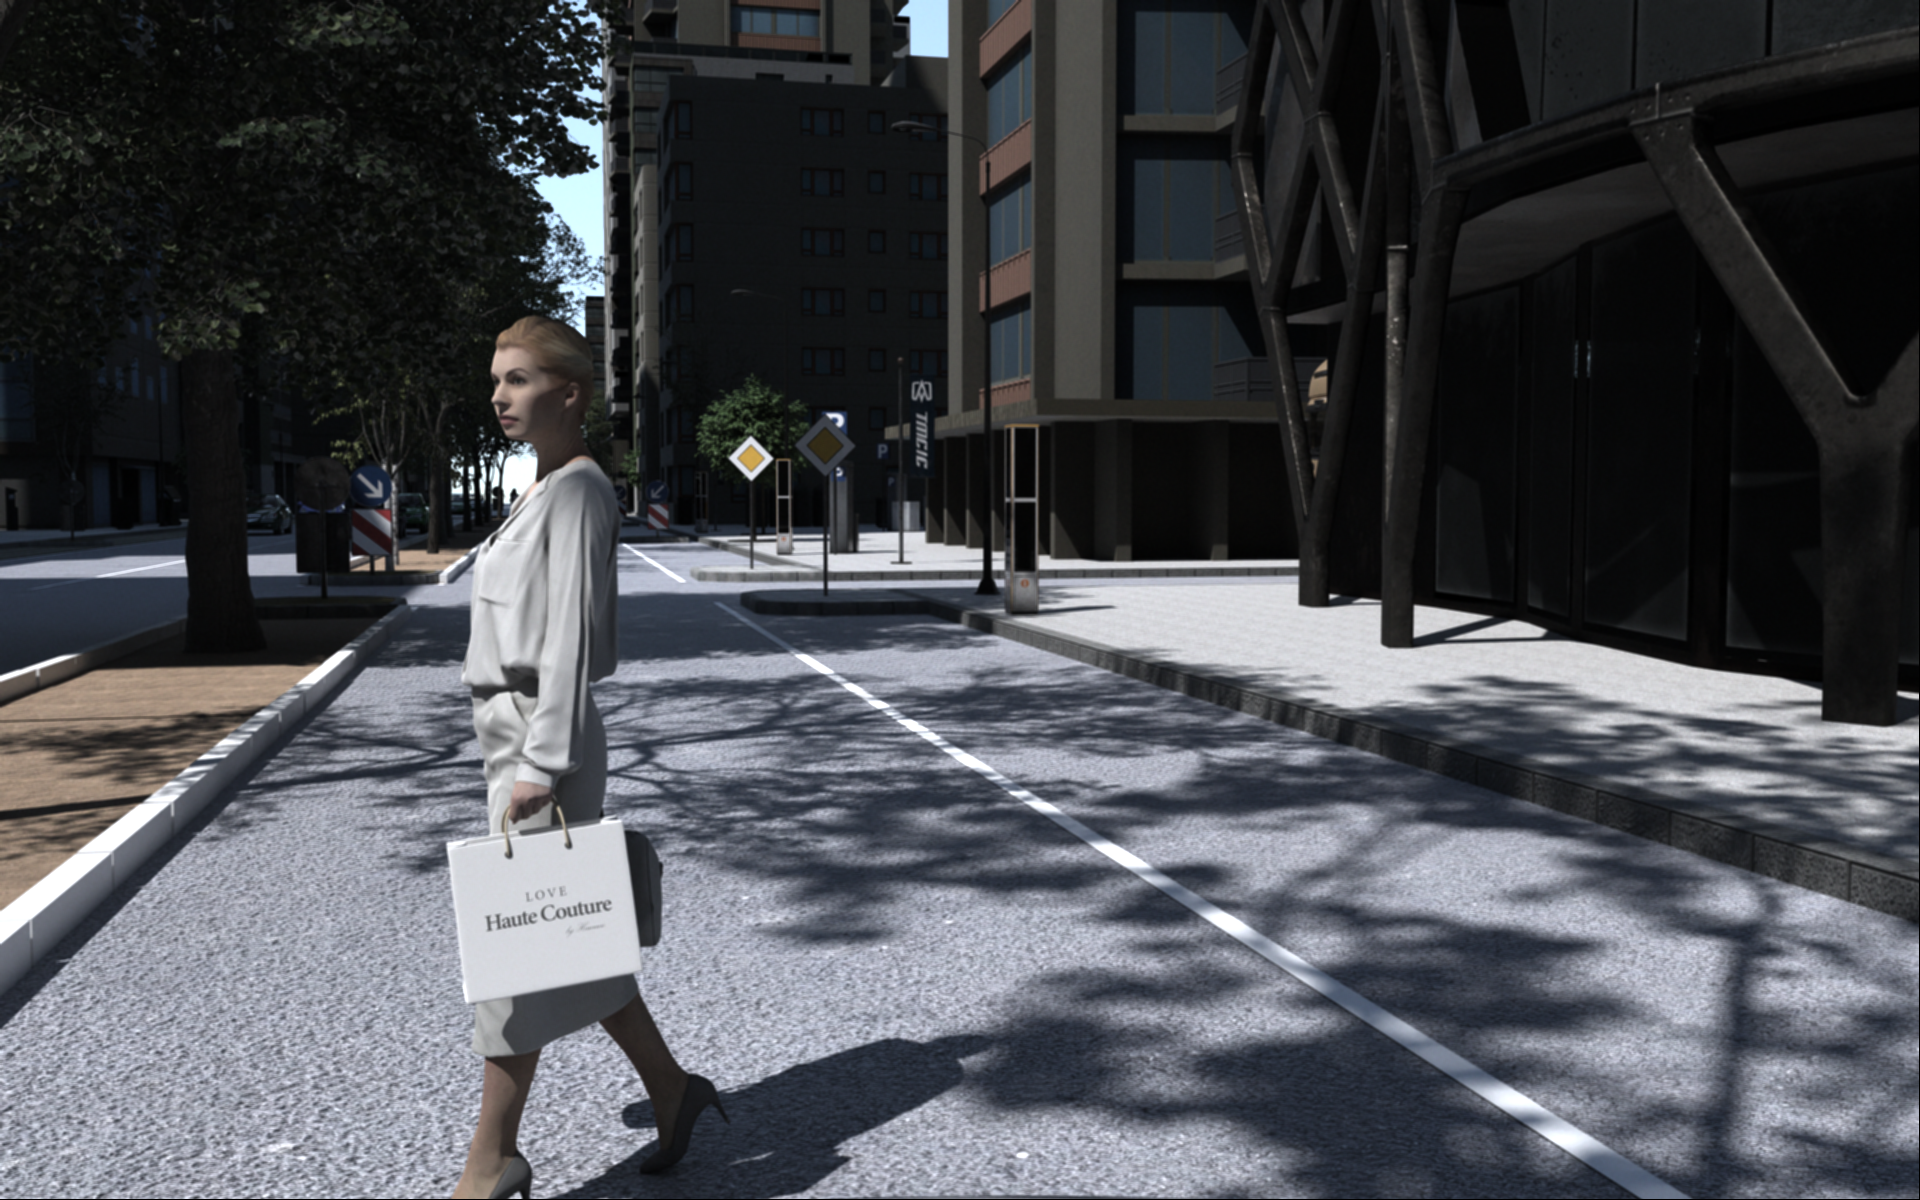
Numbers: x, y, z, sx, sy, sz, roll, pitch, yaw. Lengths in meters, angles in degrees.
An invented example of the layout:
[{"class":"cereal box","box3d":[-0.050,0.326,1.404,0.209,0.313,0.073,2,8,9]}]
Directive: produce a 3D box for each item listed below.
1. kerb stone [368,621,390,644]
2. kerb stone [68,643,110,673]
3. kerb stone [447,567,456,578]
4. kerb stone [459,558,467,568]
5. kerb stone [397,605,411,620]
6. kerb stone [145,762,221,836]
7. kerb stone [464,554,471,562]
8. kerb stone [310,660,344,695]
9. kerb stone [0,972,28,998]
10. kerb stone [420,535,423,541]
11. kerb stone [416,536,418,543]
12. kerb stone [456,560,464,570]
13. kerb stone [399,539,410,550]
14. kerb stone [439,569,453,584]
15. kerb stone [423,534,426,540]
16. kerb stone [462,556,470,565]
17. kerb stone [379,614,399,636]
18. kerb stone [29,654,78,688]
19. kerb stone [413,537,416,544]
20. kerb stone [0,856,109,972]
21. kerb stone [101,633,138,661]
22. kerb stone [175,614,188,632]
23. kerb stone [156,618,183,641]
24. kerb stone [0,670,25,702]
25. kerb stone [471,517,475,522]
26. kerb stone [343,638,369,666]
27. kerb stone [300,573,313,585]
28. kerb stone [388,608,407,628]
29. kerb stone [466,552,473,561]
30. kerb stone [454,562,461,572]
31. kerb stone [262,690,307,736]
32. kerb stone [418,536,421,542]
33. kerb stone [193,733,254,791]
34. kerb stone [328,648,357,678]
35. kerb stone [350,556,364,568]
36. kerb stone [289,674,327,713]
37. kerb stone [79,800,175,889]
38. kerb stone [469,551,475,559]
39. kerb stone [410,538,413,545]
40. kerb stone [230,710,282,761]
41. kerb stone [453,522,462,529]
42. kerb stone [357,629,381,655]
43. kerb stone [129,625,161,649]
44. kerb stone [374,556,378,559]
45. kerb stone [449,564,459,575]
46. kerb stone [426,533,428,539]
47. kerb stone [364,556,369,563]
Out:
[{"class":"kerb stone","box3d":[-5.622,0.337,16.681,0.120,0.150,1.000,-1,4,-13]},{"class":"kerb stone","box3d":[-7.178,0.492,14.191,0.120,0.150,1.000,-1,4,-13]},{"class":"kerb stone","box3d":[-8.614,-0.425,29.143,0.120,0.150,1.000,-1,4,-13]},{"class":"kerb stone","box3d":[-9.564,-0.668,33.124,0.120,0.150,1.000,-1,4,-13]},{"class":"kerb stone","box3d":[-6.336,0.160,19.669,0.120,0.150,1.000,-1,4,-13]},{"class":"kerb stone","box3d":[-3.461,0.887,7.713,0.120,0.150,1.000,-1,4,-13]},{"class":"kerb stone","box3d":[-10.047,-0.787,35.125,0.120,0.150,1.000,-1,4,-13]},{"class":"kerb stone","box3d":[-4.657,0.581,12.693,0.120,0.150,1.000,-1,4,-13]},{"class":"kerb stone","box3d":[-2.743,1.069,4.721,0.120,0.150,1.000,-1,4,-13]},{"class":"kerb stone","box3d":[-16.166,-1.797,51.604,0.120,0.150,1.000,-1,4,-13]},{"class":"kerb stone","box3d":[-15.687,-1.676,49.597,0.120,0.150,1.000,-1,4,-13]},{"class":"kerb stone","box3d":[-9.328,-0.605,32.130,0.120,0.150,1.000,-1,4,-13]},{"class":"kerb stone","box3d":[-14.969,-1.491,46.616,0.120,0.150,1.000,-1,4,-13]},{"class":"kerb stone","box3d":[-8.372,-0.361,28.150,0.120,0.150,1.000,-1,4,-13]},{"class":"kerb stone","box3d":[-16.402,-1.860,52.601,0.120,0.150,1.000,-1,4,-13]},{"class":"kerb stone","box3d":[-9.796,-0.724,34.121,0.120,0.150,1.000,-1,4,-13]},{"class":"kerb stone","box3d":[-5.857,0.276,17.676,0.120,0.150,1.000,-1,4,-13]},{"class":"kerb stone","box3d":[-6.933,0.551,13.192,0.120,0.150,1.000,-1,4,-13]},{"class":"kerb stone","box3d":[-15.441,-1.615,48.605,0.120,0.150,1.000,-1,4,-13]},{"class":"kerb stone","box3d":[-2.986,1.012,5.720,0.120,0.150,1.000,-1,4,-13]},{"class":"kerb stone","box3d":[-7.409,0.429,15.186,0.120,0.150,1.000,-1,4,-13]},{"class":"kerb stone","box3d":[-8.139,0.246,18.178,0.120,0.150,1.000,-1,4,-13]},{"class":"kerb stone","box3d":[-7.902,0.316,17.176,0.120,0.150,1.000,-1,4,-13]},{"class":"kerb stone","box3d":[-6.711,0.614,12.195,0.120,0.150,1.000,-1,4,-13]},{"class":"kerb stone","box3d":[-26.458,-4.420,94.470,0.120,0.150,1.000,-1,4,-13]},{"class":"kerb stone","box3d":[-5.143,0.459,14.684,0.120,0.150,1.000,-1,4,-13]},{"class":"kerb stone","box3d":[-10.421,-0.336,27.691,0.120,0.150,1.000,-1,4,-13]},{"class":"kerb stone","box3d":[-6.097,0.217,18.674,0.120,0.150,1.000,-1,4,-13]},{"class":"kerb stone","box3d":[-10.289,-0.852,36.118,0.120,0.150,1.000,-1,4,-13]},{"class":"kerb stone","box3d":[-9.096,-0.547,31.132,0.120,0.150,1.000,-1,4,-13]},{"class":"kerb stone","box3d":[-4.185,0.704,10.701,0.120,0.150,1.000,-1,4,-13]},{"class":"kerb stone","box3d":[-15.917,-1.738,50.605,0.120,0.150,1.000,-1,4,-13]},{"class":"kerb stone","box3d":[-3.708,0.827,8.706,0.120,0.150,1.000,-1,4,-13]},{"class":"kerb stone","box3d":[-4.907,0.523,13.690,0.120,0.150,1.000,-1,4,-13]},{"class":"kerb stone","box3d":[-12.097,-0.759,34.653,0.120,0.150,1.000,-1,4,-13]},{"class":"kerb stone","box3d":[-4.418,0.642,11.699,0.120,0.150,1.000,-1,4,-13]},{"class":"kerb stone","box3d":[-3.226,0.949,6.714,0.120,0.150,1.000,-1,4,-13]},{"class":"kerb stone","box3d":[-10.527,-0.912,37.114,0.120,0.150,1.000,-1,4,-13]},{"class":"kerb stone","box3d":[-15.209,-1.554,47.610,0.120,0.150,1.000,-1,4,-13]},{"class":"kerb stone","box3d":[-3.950,0.765,9.703,0.120,0.150,1.000,-1,4,-13]},{"class":"kerb stone","box3d":[-21.910,-3.258,75.532,0.120,0.150,1.000,-1,4,-13]},{"class":"kerb stone","box3d":[-5.381,0.399,15.688,0.120,0.150,1.000,-1,4,-13]},{"class":"kerb stone","box3d":[-7.665,0.368,16.180,0.120,0.150,1.000,-1,4,-13]},{"class":"kerb stone","box3d":[-12.815,-0.946,37.658,0.120,0.150,1.000,-1,4,-13]},{"class":"kerb stone","box3d":[-8.852,-0.486,30.139,0.120,0.150,1.000,-1,4,-13]},{"class":"kerb stone","box3d":[-16.643,-1.920,53.594,0.120,0.150,1.000,-1,4,-13]},{"class":"kerb stone","box3d":[-12.332,-0.823,35.651,0.120,0.150,1.000,-1,4,-13]}]
